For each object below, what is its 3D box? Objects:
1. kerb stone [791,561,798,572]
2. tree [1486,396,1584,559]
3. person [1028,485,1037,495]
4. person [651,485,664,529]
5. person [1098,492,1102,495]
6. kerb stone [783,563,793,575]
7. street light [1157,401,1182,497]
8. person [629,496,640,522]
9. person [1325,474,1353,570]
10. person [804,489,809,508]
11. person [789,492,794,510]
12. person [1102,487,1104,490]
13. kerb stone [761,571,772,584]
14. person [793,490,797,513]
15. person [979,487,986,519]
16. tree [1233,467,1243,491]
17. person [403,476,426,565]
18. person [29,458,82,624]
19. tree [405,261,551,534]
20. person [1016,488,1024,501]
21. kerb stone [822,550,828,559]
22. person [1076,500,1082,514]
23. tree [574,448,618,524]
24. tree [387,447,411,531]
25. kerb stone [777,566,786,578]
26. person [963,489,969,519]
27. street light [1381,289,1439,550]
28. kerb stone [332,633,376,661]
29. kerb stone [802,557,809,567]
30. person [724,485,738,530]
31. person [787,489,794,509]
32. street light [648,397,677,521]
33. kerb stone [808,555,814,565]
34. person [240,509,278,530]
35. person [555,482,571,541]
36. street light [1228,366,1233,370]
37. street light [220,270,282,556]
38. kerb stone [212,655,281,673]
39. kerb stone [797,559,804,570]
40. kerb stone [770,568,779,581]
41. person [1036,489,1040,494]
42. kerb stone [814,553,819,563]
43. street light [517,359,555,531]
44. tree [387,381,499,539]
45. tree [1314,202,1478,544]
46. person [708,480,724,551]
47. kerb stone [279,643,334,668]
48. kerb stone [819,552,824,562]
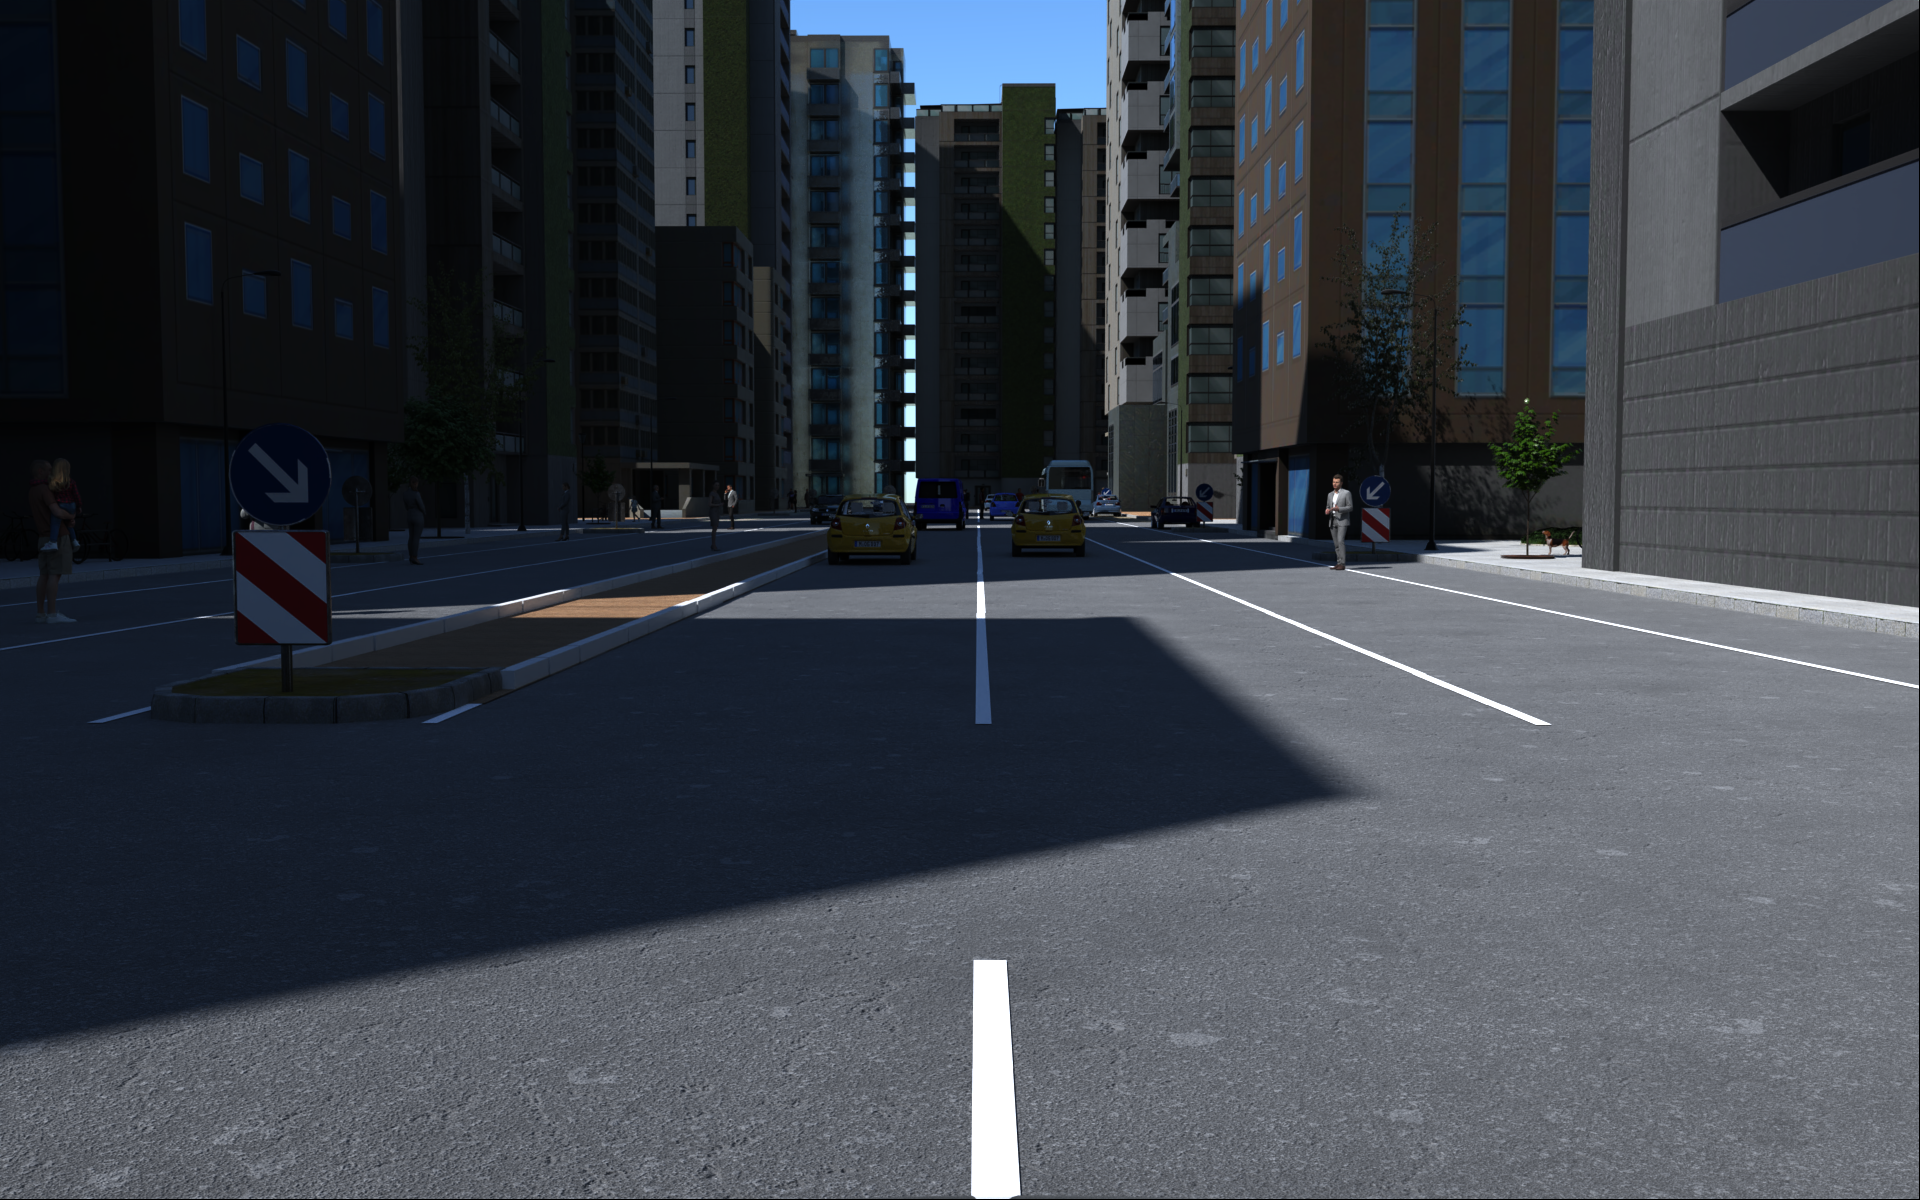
[{"bbox_3d":[-3.108,-0.575,31.593,0.120,0.150,1.000,0,4,1],"label":"kerb stone"},{"bbox_3d":[11.264,-2.447,34.614,1.663,3.219,1.824,0,3,0],"label":"tree"},{"bbox_3d":[3.137,-3.927,72.894,0.709,1.800,0.728,-2,4,-33],"label":"person"},{"bbox_3d":[-12.501,-3.859,71.766,0.590,1.801,0.661,0,4,3],"label":"person"},{"bbox_3d":[11.757,-8.299,144.964,0.421,1.427,0.697,-2,4,-24],"label":"person"},{"bbox_3d":[-3.114,-0.512,30.570,0.120,0.150,1.000,0,4,1],"label":"kerb stone"},{"bbox_3d":[10.567,-6.999,86.971,1.470,5.913,1.316,0,4,1],"label":"street light"},{"bbox_3d":[-14.972,-4.196,79.656,0.382,1.210,0.505,2,4,34],"label":"person"},{"bbox_3d":[7.105,-1.471,32.758,0.583,1.804,0.606,-3,5,-43],"label":"person"},{"bbox_3d":[-13.761,-9.092,155.249,0.434,1.755,0.990,1,4,12],"label":"person"},{"bbox_3d":[-13.768,-8.111,141.890,0.421,1.427,0.697,0,4,-2],"label":"person"},{"bbox_3d":[11.613,-8.206,140.296,0.705,1.814,1.350,1,4,16],"label":"person"},{"bbox_3d":[-3.151,-0.324,27.487,0.120,0.150,1.000,0,4,1],"label":"kerb stone"},{"bbox_3d":[-12.619,-7.503,131.898,0.721,1.735,1.217,0,4,-7],"label":"person"},{"bbox_3d":[1.285,-5.490,98.229,0.705,1.831,1.348,1,4,8],"label":"person"},{"bbox_3d":[11.320,-4.412,66.736,1.663,3.219,1.824,0,3,0],"label":"tree"},{"bbox_3d":[-11.005,-1.612,35.128,0.520,1.790,0.573,1,4,16],"label":"person"},{"bbox_3d":[-10.070,-0.659,19.252,0.580,1.828,0.573,0,4,-5],"label":"person"},{"bbox_3d":[-15.628,-6.430,55.488,4.737,8.622,4.395,0,3,0],"label":"tree"},{"bbox_3d":[4.067,-6.703,118.024,1.348,1.831,0.705,-1,4,-17],"label":"person"},{"bbox_3d":[-3.035,-0.950,37.736,0.120,0.150,1.000,0,4,1],"label":"kerb stone"},{"bbox_3d":[3.457,-2.343,51.470,0.362,1.253,0.373,0,4,4],"label":"person"},{"bbox_3d":[-15.273,-4.831,73.586,1.663,3.219,1.824,0,3,0],"label":"tree"},{"bbox_3d":[-19.844,-3.995,59.914,1.663,3.219,1.824,0,3,0],"label":"tree"},{"bbox_3d":[-3.124,-0.449,29.539,0.120,0.150,1.000,0,4,1],"label":"kerb stone"},{"bbox_3d":[0.323,-5.493,99.119,0.445,1.727,0.742,1,4,21],"label":"person"},{"bbox_3d":[10.238,-4.091,39.422,1.470,5.913,1.316,0,4,1],"label":"street light"},{"bbox_3d":[-5.380,0.428,15.195,0.120,0.150,1.000,0,4,1],"label":"kerb stone"},{"bbox_3d":[-3.087,-0.697,33.643,0.120,0.150,1.000,0,4,1],"label":"kerb stone"},{"bbox_3d":[-9.261,-3.753,70.040,0.473,1.802,0.592,-2,4,-25],"label":"person"},{"bbox_3d":[-14.750,-8.783,150.093,0.568,1.767,0.683,2,4,35],"label":"person"},{"bbox_3d":[-14.308,-6.777,83.341,1.470,5.913,1.316,0,4,1],"label":"street light"},{"bbox_3d":[-3.074,-0.763,34.665,0.120,0.150,1.000,0,4,1],"label":"kerb stone"},{"bbox_3d":[-8.063,-0.695,20.037,0.511,1.800,0.466,0,4,8],"label":"person"},{"bbox_3d":[-12.142,-2.696,52.850,0.573,1.790,0.520,-2,4,-31],"label":"person"},{"bbox_3d":[10.421,-5.537,63.067,1.470,5.913,1.316,0,4,1],"label":"street light"},{"bbox_3d":[-14.756,-3.885,36.053,1.470,5.913,1.316,0,4,1],"label":"street light"},{"bbox_3d":[-5.395,0.556,13.142,0.120,0.150,1.000,0,4,1],"label":"kerb stone"},{"bbox_3d":[-3.094,-0.637,32.619,0.120,0.150,1.000,0,4,1],"label":"kerb stone"},{"bbox_3d":[-3.140,-0.386,28.511,0.120,0.150,1.000,0,4,1],"label":"kerb stone"},{"bbox_3d":[5.817,-7.387,129.371,1.348,1.812,0.705,1,4,20],"label":"person"},{"bbox_3d":[-3.066,-0.825,35.691,0.120,0.150,1.000,0,4,1],"label":"kerb stone"},{"bbox_3d":[-14.605,-5.331,59.698,1.470,5.913,1.316,0,4,1],"label":"street light"},{"bbox_3d":[-15.254,-4.079,50.410,4.285,4.588,4.351,0,3,0],"label":"tree"},{"bbox_3d":[11.061,-5.781,44.877,4.360,8.622,3.978,0,3,0],"label":"tree"},{"bbox_3d":[-6.170,-2.139,43.808,0.374,1.781,0.599,1,4,12],"label":"person"},{"bbox_3d":[-5.384,0.492,14.164,0.120,0.150,1.000,0,4,1],"label":"kerb stone"},{"bbox_3d":[-3.046,-0.886,36.713,0.120,0.150,1.000,0,4,1],"label":"kerb stone"}]
